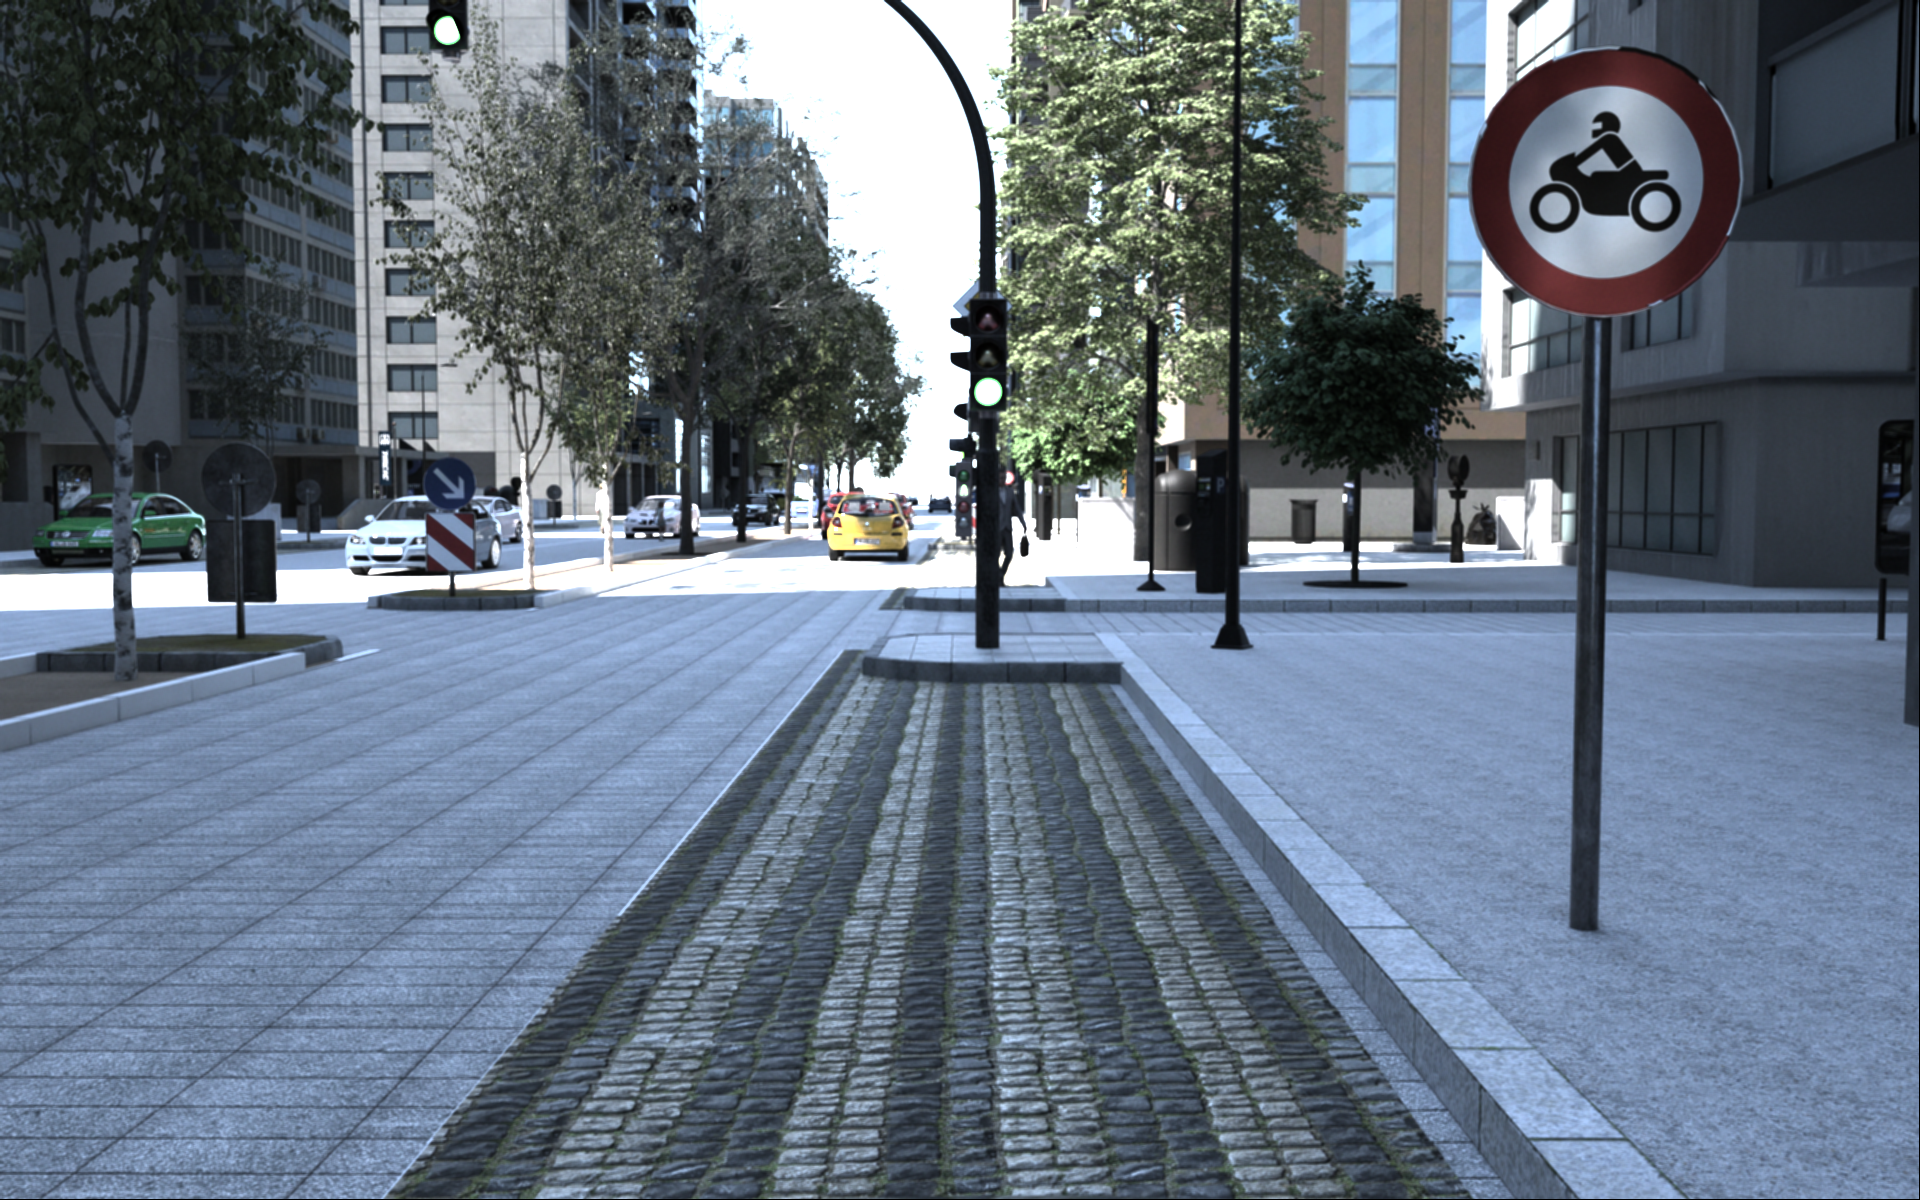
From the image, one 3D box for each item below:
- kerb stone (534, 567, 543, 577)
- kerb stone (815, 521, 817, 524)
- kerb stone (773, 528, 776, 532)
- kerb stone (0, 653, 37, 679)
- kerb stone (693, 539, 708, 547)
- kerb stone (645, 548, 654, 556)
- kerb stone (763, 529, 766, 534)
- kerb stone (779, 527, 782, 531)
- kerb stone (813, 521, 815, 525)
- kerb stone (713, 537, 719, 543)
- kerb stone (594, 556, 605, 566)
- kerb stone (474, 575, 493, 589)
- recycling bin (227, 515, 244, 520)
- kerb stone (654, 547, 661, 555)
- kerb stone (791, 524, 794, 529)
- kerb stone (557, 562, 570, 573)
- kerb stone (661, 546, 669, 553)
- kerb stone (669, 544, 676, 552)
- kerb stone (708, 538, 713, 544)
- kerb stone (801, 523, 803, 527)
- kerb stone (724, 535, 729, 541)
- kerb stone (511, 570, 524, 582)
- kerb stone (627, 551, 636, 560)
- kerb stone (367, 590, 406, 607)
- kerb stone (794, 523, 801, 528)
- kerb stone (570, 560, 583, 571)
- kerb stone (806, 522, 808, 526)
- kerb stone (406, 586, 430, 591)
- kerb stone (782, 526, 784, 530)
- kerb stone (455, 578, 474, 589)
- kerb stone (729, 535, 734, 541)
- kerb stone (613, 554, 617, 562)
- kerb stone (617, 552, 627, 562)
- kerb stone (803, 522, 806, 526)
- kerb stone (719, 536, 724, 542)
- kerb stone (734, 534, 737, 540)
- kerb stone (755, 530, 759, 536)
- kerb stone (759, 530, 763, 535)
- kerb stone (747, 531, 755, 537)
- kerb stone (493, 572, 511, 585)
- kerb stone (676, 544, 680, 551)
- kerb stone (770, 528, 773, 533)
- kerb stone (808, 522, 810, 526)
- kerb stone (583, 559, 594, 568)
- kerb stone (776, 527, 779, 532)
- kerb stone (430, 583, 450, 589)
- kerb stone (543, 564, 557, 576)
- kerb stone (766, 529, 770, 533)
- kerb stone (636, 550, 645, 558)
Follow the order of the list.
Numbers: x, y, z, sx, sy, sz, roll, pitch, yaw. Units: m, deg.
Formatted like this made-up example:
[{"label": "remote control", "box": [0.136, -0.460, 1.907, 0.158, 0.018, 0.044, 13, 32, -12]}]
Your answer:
[{"label": "kerb stone", "box": [-7.324, -0.443, 29.444, 0.120, 0.150, 1.000, 0, 4, 0]}, {"label": "kerb stone", "box": [-6.902, -3.577, 80.703, 0.120, 0.150, 1.000, 0, 4, 0]}, {"label": "kerb stone", "box": [-7.041, -2.572, 64.276, 0.120, 0.150, 1.000, 0, 4, 0]}, {"label": "kerb stone", "box": [-7.457, 0.530, 13.523, 0.120, 0.150, 1.000, 0, 4, 0]}, {"label": "kerb stone", "box": [-7.173, -1.571, 47.878, 0.120, 0.150, 1.000, 0, 4, 0]}, {"label": "kerb stone", "box": [-7.226, -1.070, 39.686, 0.120, 0.150, 1.000, 0, 4, 0]}, {"label": "kerb stone", "box": [-7.057, -2.384, 61.210, 0.120, 0.150, 1.000, 0, 4, 0]}, {"label": "kerb stone", "box": [-7.020, -2.698, 66.323, 0.120, 0.150, 1.000, 0, 4, 0]}, {"label": "kerb stone", "box": [-6.900, -3.508, 79.681, 0.120, 0.150, 1.000, 0, 4, 0]}, {"label": "kerb stone", "box": [-7.159, -1.696, 49.929, 0.120, 0.150, 1.000, 0, 4, 0]}, {"label": "kerb stone", "box": [-7.287, -0.745, 34.562, 0.120, 0.150, 1.000, 0, 4, 0]}, {"label": "kerb stone", "box": [-7.347, -0.256, 26.378, 0.120, 0.150, 1.000, 0, 4, 0]}, {"label": "recycling bin", "box": [-22.647, -2.576, 54.679, 0.722, 1.027, 0.722, 0, 3, 0]}, {"label": "kerb stone", "box": [-7.233, -1.132, 40.708, 0.120, 0.150, 1.000, 0, 4, 0]}, {"label": "kerb stone", "box": [-6.983, -2.949, 70.422, 0.120, 0.150, 1.000, 0, 4, 0]}, {"label": "kerb stone", "box": [-7.306, -0.568, 31.489, 0.120, 0.150, 1.000, 0, 4, 0]}, {"label": "kerb stone", "box": [-7.223, -1.193, 41.732, 0.120, 0.150, 1.000, 0, 4, 0]}, {"label": "kerb stone", "box": [-7.209, -1.257, 42.754, 0.120, 0.150, 1.000, 0, 4, 0]}, {"label": "kerb stone", "box": [-7.169, -1.634, 48.904, 0.120, 0.150, 1.000, 0, 4, 0]}, {"label": "kerb stone", "box": [-6.954, -3.200, 74.517, 0.120, 0.150, 1.000, 0, 4, 0]}, {"label": "kerb stone", "box": [-7.127, -1.818, 51.988, 0.120, 0.150, 1.000, 0, 4, 0]}, {"label": "kerb stone", "box": [-7.330, -0.378, 28.422, 0.120, 0.150, 1.000, 0, 4, 0]}, {"label": "kerb stone", "box": [-7.263, -0.944, 37.629, 0.120, 0.150, 1.000, 0, 4, 0]}, {"label": "kerb stone", "box": [-7.390, -0.005, 22.280, 0.120, 0.150, 1.000, 0, 4, 0]}, {"label": "kerb stone", "box": [-6.957, -3.137, 73.488, 0.120, 0.150, 1.000, 0, 4, 0]}, {"label": "kerb stone", "box": [-7.298, -0.625, 32.517, 0.120, 0.150, 1.000, 0, 4, 0]}, {"label": "kerb stone", "box": [-6.931, -3.326, 76.572, 0.120, 0.150, 1.000, 0, 4, 0]}, {"label": "kerb stone", "box": [-7.381, -0.065, 23.311, 0.120, 0.150, 1.000, 0, 4, 0]}, {"label": "kerb stone", "box": [-7.010, -2.759, 67.345, 0.120, 0.150, 1.000, 0, 4, 0]}, {"label": "kerb stone", "box": [-7.358, -0.193, 25.356, 0.120, 0.150, 1.000, 0, 4, 0]}, {"label": "kerb stone", "box": [-7.122, -1.883, 53.014, 0.120, 0.150, 1.000, 0, 4, 0]}, {"label": "kerb stone", "box": [-7.268, -0.819, 35.583, 0.120, 0.150, 1.000, 0, 4, 0]}, {"label": "kerb stone", "box": [-7.261, -0.881, 36.605, 0.120, 0.150, 1.000, 0, 4, 0]}, {"label": "kerb stone", "box": [-6.941, -3.263, 75.539, 0.120, 0.150, 1.000, 0, 4, 0]}, {"label": "kerb stone", "box": [-7.146, -1.759, 50.966, 0.120, 0.150, 1.000, 0, 4, 0]}, {"label": "kerb stone", "box": [-7.119, -1.947, 54.036, 0.120, 0.150, 1.000, 0, 4, 0]}, {"label": "kerb stone", "box": [-7.074, -2.260, 59.162, 0.120, 0.150, 1.000, 0, 4, 0]}, {"label": "kerb stone", "box": [-7.068, -2.324, 60.188, 0.120, 0.150, 1.000, 0, 4, 0]}, {"label": "kerb stone", "box": [-7.089, -2.198, 58.140, 0.120, 0.150, 1.000, 0, 4, 0]}, {"label": "kerb stone", "box": [-7.342, -0.318, 27.400, 0.120, 0.150, 1.000, 0, 4, 0]}, {"label": "kerb stone", "box": [-7.201, -1.320, 43.778, 0.120, 0.150, 1.000, 0, 4, 0]}, {"label": "kerb stone", "box": [-7.039, -2.511, 63.254, 0.120, 0.150, 1.000, 0, 4, 0]}, {"label": "kerb stone", "box": [-6.921, -3.382, 77.613, 0.120, 0.150, 1.000, 0, 4, 0]}, {"label": "kerb stone", "box": [-7.300, -0.694, 33.539, 0.120, 0.150, 1.000, 0, 4, 0]}, {"label": "kerb stone", "box": [-7.020, -2.636, 65.297, 0.120, 0.150, 1.000, 0, 4, 0]}, {"label": "kerb stone", "box": [-7.370, -0.130, 24.334, 0.120, 0.150, 1.000, 0, 4, 0]}, {"label": "kerb stone", "box": [-7.322, -0.506, 30.466, 0.120, 0.150, 1.000, 0, 4, 0]}, {"label": "kerb stone", "box": [-7.050, -2.449, 62.232, 0.120, 0.150, 1.000, 0, 4, 0]}, {"label": "kerb stone", "box": [-7.245, -1.003, 38.658, 0.120, 0.150, 1.000, 0, 4, 0]}]
